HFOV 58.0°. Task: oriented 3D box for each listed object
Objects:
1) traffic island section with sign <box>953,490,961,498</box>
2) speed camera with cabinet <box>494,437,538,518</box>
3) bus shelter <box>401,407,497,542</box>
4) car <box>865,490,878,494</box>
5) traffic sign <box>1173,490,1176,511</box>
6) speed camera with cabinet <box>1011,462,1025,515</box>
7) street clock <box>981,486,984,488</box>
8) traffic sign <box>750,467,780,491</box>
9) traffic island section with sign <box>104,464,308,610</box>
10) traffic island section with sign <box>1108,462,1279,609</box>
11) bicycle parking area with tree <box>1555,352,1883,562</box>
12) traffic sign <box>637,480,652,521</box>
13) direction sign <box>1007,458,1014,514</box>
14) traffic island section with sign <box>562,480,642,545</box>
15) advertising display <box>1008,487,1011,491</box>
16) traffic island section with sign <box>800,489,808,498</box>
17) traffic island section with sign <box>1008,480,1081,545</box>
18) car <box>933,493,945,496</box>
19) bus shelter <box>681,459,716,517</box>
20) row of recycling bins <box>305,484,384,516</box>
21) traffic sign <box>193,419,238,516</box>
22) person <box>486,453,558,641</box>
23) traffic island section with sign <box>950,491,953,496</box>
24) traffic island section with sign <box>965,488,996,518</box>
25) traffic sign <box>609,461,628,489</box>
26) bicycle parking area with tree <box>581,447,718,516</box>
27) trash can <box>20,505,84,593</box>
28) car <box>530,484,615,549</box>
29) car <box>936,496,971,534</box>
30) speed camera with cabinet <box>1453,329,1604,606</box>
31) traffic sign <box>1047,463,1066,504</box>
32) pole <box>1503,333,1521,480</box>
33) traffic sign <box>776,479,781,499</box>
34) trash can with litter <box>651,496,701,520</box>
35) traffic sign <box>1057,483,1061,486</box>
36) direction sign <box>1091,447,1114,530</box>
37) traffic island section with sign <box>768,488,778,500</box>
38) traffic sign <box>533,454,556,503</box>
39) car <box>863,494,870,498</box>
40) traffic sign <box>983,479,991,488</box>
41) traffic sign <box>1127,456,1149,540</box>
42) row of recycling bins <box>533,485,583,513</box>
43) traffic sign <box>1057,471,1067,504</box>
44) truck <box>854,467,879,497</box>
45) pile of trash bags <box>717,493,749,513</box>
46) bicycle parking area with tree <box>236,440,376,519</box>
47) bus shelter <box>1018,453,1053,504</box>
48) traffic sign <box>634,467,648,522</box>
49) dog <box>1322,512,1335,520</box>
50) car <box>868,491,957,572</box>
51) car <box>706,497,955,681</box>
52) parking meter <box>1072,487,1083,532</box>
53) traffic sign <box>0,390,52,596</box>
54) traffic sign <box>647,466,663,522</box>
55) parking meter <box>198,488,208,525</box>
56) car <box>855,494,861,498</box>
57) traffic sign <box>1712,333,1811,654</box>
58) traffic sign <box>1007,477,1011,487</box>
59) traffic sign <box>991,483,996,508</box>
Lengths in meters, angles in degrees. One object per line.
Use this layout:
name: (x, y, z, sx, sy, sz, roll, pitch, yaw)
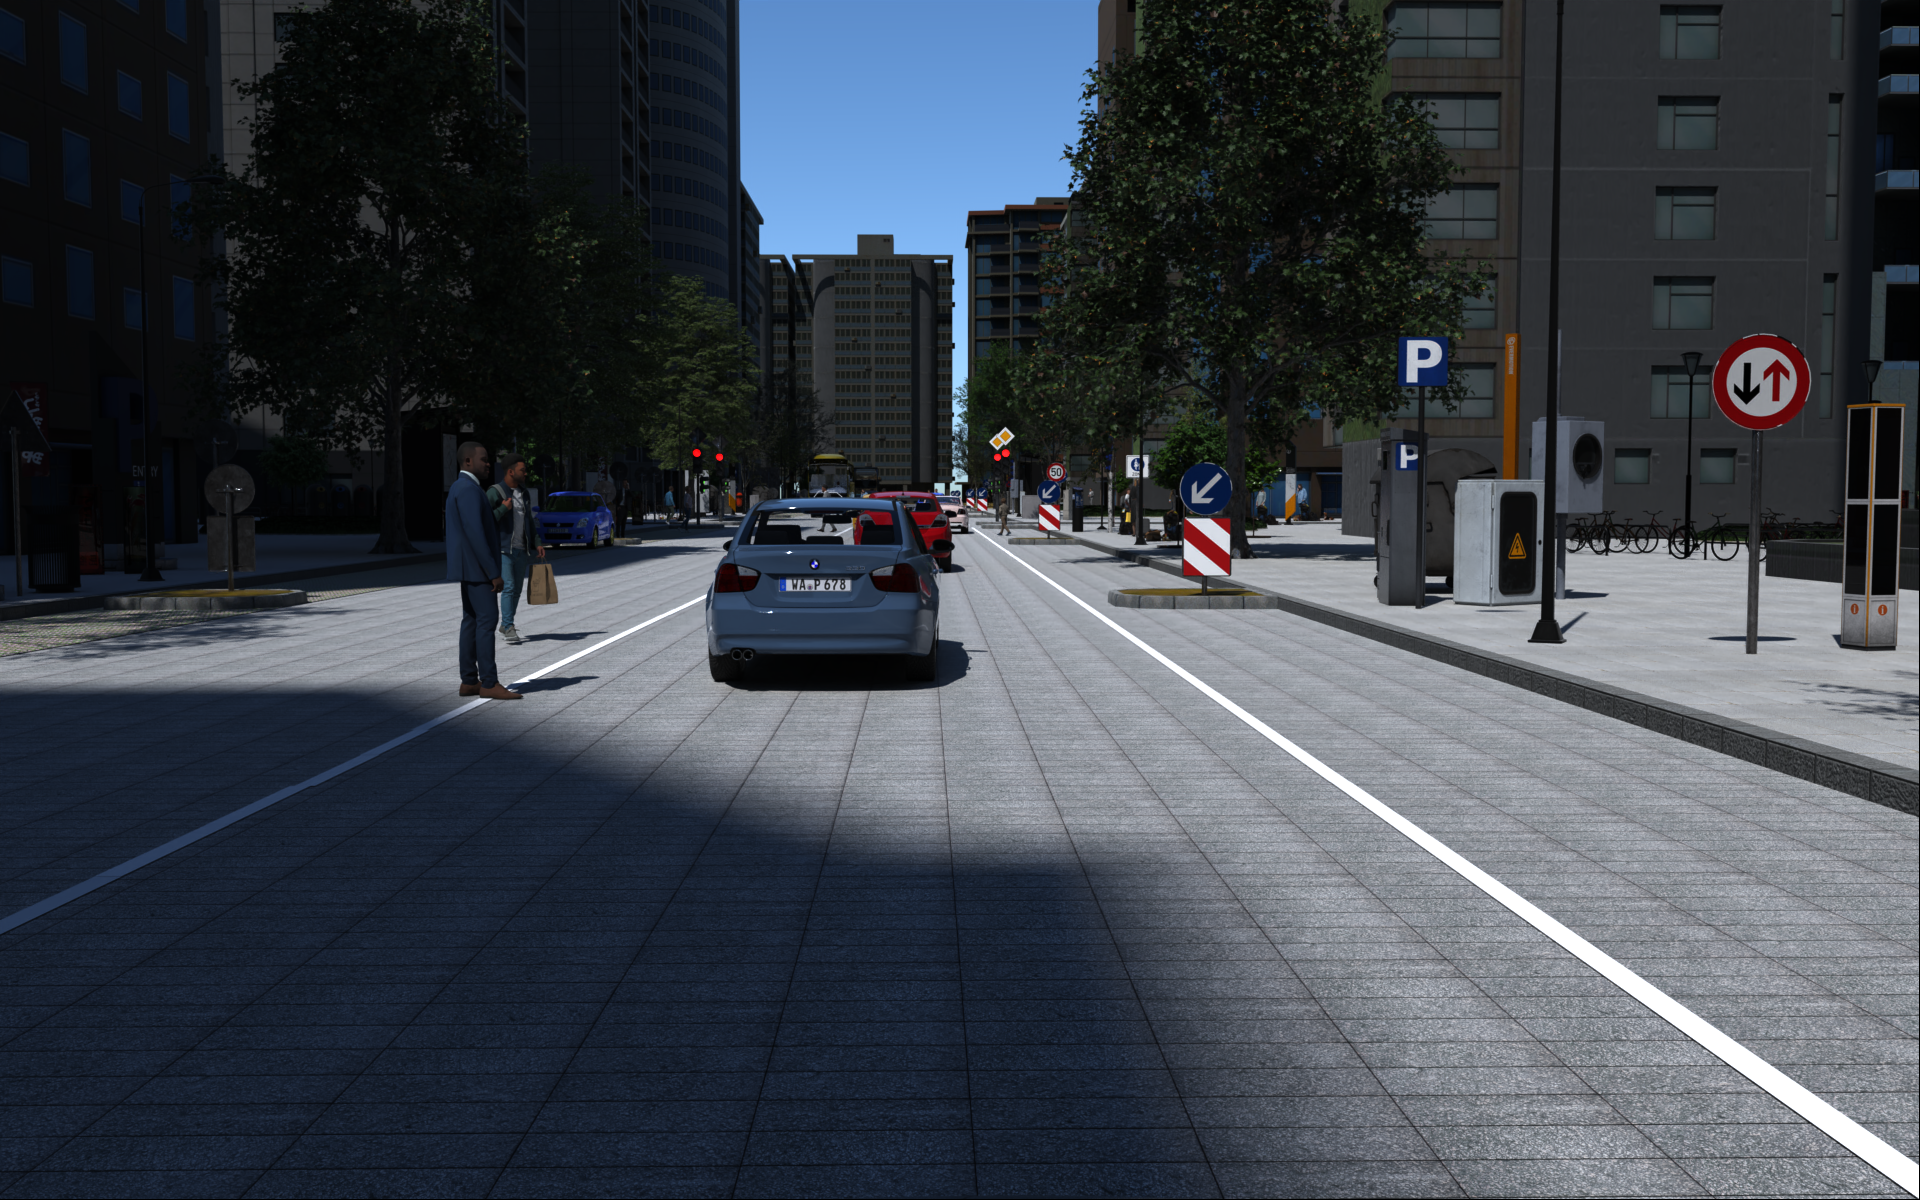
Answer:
traffic island section with sign: (0.663, -7.596, 132.815, 1.989, 1.847, 2.006, 0, 4, -1)
speed camera with cabinet: (-12.395, -3.306, 48.386, 0.660, 3.252, 2.038, 0, 4, 5)
bus shelter: (-14.364, -3.537, 49.114, 1.731, 3.624, 6.357, 0, 4, -1)
car: (-8.896, -10.013, 172.392, 2.281, 1.827, 5.304, 0, 4, 0)
traffic sign: (6.174, -3.044, 49.881, 0.768, 2.556, 0.104, 0, 4, 1)
speed camera with cabinet: (3.834, -6.893, 107.036, 0.660, 3.252, 2.038, -2, 4, -26)
street clock: (1.967, -9.001, 151.737, 0.358, 2.002, 0.471, -1, 4, -8)
traffic sign: (-14.844, -8.426, 131.630, 2.265, 3.308, 0.079, 0, 4, 4)
traffic island section with sign: (-9.553, -0.831, 22.221, 1.989, 1.847, 2.006, 0, 4, -1)
traffic island section with sign: (2.961, -0.847, 22.472, 1.989, 1.847, 2.006, 0, 4, -1)
bicycle parking area with tree: (17.129, -3.017, 36.323, 8.231, 4.147, 9.016, -1, 4, -11)
traffic sign: (-15.075, -5.082, 83.094, 0.884, 2.594, 0.081, 0, 4, 3)
direction sign: (3.104, -7.175, 109.310, 0.379, 3.537, 0.876, -3, 5, -40)
traffic island section with sign: (-10.119, -2.480, 49.170, 1.989, 1.847, 2.006, 0, 4, -1)
advertising display: (4.453, -9.012, 152.561, 0.123, 1.923, 0.974, 1, 4, 18)
traffic island section with sign: (-11.855, -7.576, 132.503, 1.989, 1.847, 2.006, 0, 4, -1)
traffic island section with sign: (2.393, -2.511, 49.690, 1.989, 1.847, 2.006, 0, 4, -1)
car: (-1.353, -4.659, 85.765, 1.945, 1.707, 3.694, 0, 4, 1)
bus shelter: (-14.826, -6.457, 99.502, 2.014, 3.302, 5.546, 0, 4, -1)
row of recycling bins: (-24.950, -3.907, 70.993, 3.534, 1.692, 1.069, -1, 4, -19)
traffic sign: (-12.640, -1.793, 29.423, 0.768, 2.556, 0.104, 0, 4, 1)
person: (-4.286, -0.504, 16.720, 0.794, 1.824, 0.713, -3, 5, -41)
traffic island section with sign: (-0.376, -10.617, 182.218, 1.989, 1.847, 2.006, 0, 4, -1)
traffic island section with sign: (1.223, -5.934, 105.647, 1.989, 1.847, 2.006, 0, 4, -1)
traffic sign: (-13.200, -4.090, 66.984, 0.768, 2.556, 0.104, 0, 4, 8)
bicycle parking area with tree: (-20.542, -7.237, 105.319, 8.231, 4.147, 9.016, 1, 4, 19)
trash can: (-11.829, -0.670, 22.604, 0.748, 1.137, 0.748, 0, 3, 0)
car: (-10.250, -2.213, 45.769, 1.945, 1.707, 3.694, 0, 4, -1)
car: (-0.620, -3.147, 63.812, 2.083, 1.381, 4.827, 0, 4, 0)
speed camera with cabinet: (6.723, -1.594, 20.393, 2.038, 3.252, 0.660, -2, 4, -34)
traffic sign: (3.900, -4.291, 70.271, 0.768, 2.556, 0.104, 0, 4, 1)
pole: (7.044, -1.731, 22.148, 0.158, 3.312, 0.155, 0, 3, 0)
traffic sign: (-14.909, -8.603, 140.769, 0.768, 2.556, 0.104, 0, 4, 8)
trash can with litter: (-14.437, -4.689, 87.724, 2.233, 1.210, 1.678, 0, 4, 3)
traffic sign: (5.278, -5.708, 95.459, 0.606, 2.300, 0.079, 0, 4, 7)
direction sign: (5.143, -4.323, 62.673, 0.876, 3.537, 0.379, 2, 4, 28)
traffic island section with sign: (-11.272, -5.879, 104.749, 1.989, 1.847, 2.006, 0, 4, -1)
traffic sign: (-13.196, -3.356, 54.974, 0.768, 2.556, 0.104, 1, 4, 8)
car: (-2.500, -2.783, 55.723, 2.015, 1.641, 3.980, 0, 4, 0)
traffic sign: (2.325, -9.105, 148.975, 0.768, 2.556, 0.104, 0, 4, 3)
traffic sign: (4.682, -2.667, 45.731, 0.606, 2.300, 0.079, 0, 4, -1)
row of recycling bins: (-18.349, -4.504, 80.747, 3.534, 1.692, 1.069, 1, 4, 8)
traffic sign: (4.616, -4.922, 80.574, 0.768, 2.556, 0.104, 0, 4, 6)
truck: (-9.895, -11.848, 182.635, 2.839, 4.237, 11.283, 0, 4, -2)
pile of trash bags: (-15.276, -6.593, 117.550, 1.912, 1.369, 3.447, -1, 4, -20)
bicycle parking area with tree: (-31.955, -6.209, 88.516, 9.016, 4.147, 8.231, 3, 5, 41)
bus shelter: (4.492, -6.774, 102.035, 1.731, 3.624, 6.357, 0, 4, -1)
traffic sign: (-14.835, -4.941, 80.894, 0.768, 2.556, 0.104, 0, 4, 6)
dog: (18.005, -4.096, 84.707, 0.550, 0.427, 0.748, -1, 4, -18)
car: (-1.110, -1.475, 33.164, 2.155, 1.783, 4.494, 0, 4, -3)
car: (-1.049, -0.156, 14.554, 2.014, 1.417, 4.499, 0, 4, 0)
parking meter: (3.993, -3.076, 58.699, 0.372, 1.533, 0.369, 0, 3, 0)
traffic sign: (-11.807, -1.325, 21.671, 0.884, 2.594, 0.081, 0, 4, 1)
traffic sign: (-14.078, -4.875, 79.812, 0.768, 2.556, 0.104, 1, 4, 8)
parking meter: (-31.672, -3.919, 72.492, 0.372, 1.533, 0.369, 0, 3, 0)
car: (-8.580, -8.819, 152.988, 1.959, 1.807, 4.718, 0, 4, 0)
traffic sign: (6.359, -0.840, 13.835, 0.768, 2.556, 0.104, 0, 4, 3)
traffic sign: (3.632, -7.826, 128.055, 0.768, 2.556, 0.104, 1, 4, 8)
traffic sign: (2.915, -9.174, 150.099, 0.768, 2.556, 0.104, 0, 4, 4)
